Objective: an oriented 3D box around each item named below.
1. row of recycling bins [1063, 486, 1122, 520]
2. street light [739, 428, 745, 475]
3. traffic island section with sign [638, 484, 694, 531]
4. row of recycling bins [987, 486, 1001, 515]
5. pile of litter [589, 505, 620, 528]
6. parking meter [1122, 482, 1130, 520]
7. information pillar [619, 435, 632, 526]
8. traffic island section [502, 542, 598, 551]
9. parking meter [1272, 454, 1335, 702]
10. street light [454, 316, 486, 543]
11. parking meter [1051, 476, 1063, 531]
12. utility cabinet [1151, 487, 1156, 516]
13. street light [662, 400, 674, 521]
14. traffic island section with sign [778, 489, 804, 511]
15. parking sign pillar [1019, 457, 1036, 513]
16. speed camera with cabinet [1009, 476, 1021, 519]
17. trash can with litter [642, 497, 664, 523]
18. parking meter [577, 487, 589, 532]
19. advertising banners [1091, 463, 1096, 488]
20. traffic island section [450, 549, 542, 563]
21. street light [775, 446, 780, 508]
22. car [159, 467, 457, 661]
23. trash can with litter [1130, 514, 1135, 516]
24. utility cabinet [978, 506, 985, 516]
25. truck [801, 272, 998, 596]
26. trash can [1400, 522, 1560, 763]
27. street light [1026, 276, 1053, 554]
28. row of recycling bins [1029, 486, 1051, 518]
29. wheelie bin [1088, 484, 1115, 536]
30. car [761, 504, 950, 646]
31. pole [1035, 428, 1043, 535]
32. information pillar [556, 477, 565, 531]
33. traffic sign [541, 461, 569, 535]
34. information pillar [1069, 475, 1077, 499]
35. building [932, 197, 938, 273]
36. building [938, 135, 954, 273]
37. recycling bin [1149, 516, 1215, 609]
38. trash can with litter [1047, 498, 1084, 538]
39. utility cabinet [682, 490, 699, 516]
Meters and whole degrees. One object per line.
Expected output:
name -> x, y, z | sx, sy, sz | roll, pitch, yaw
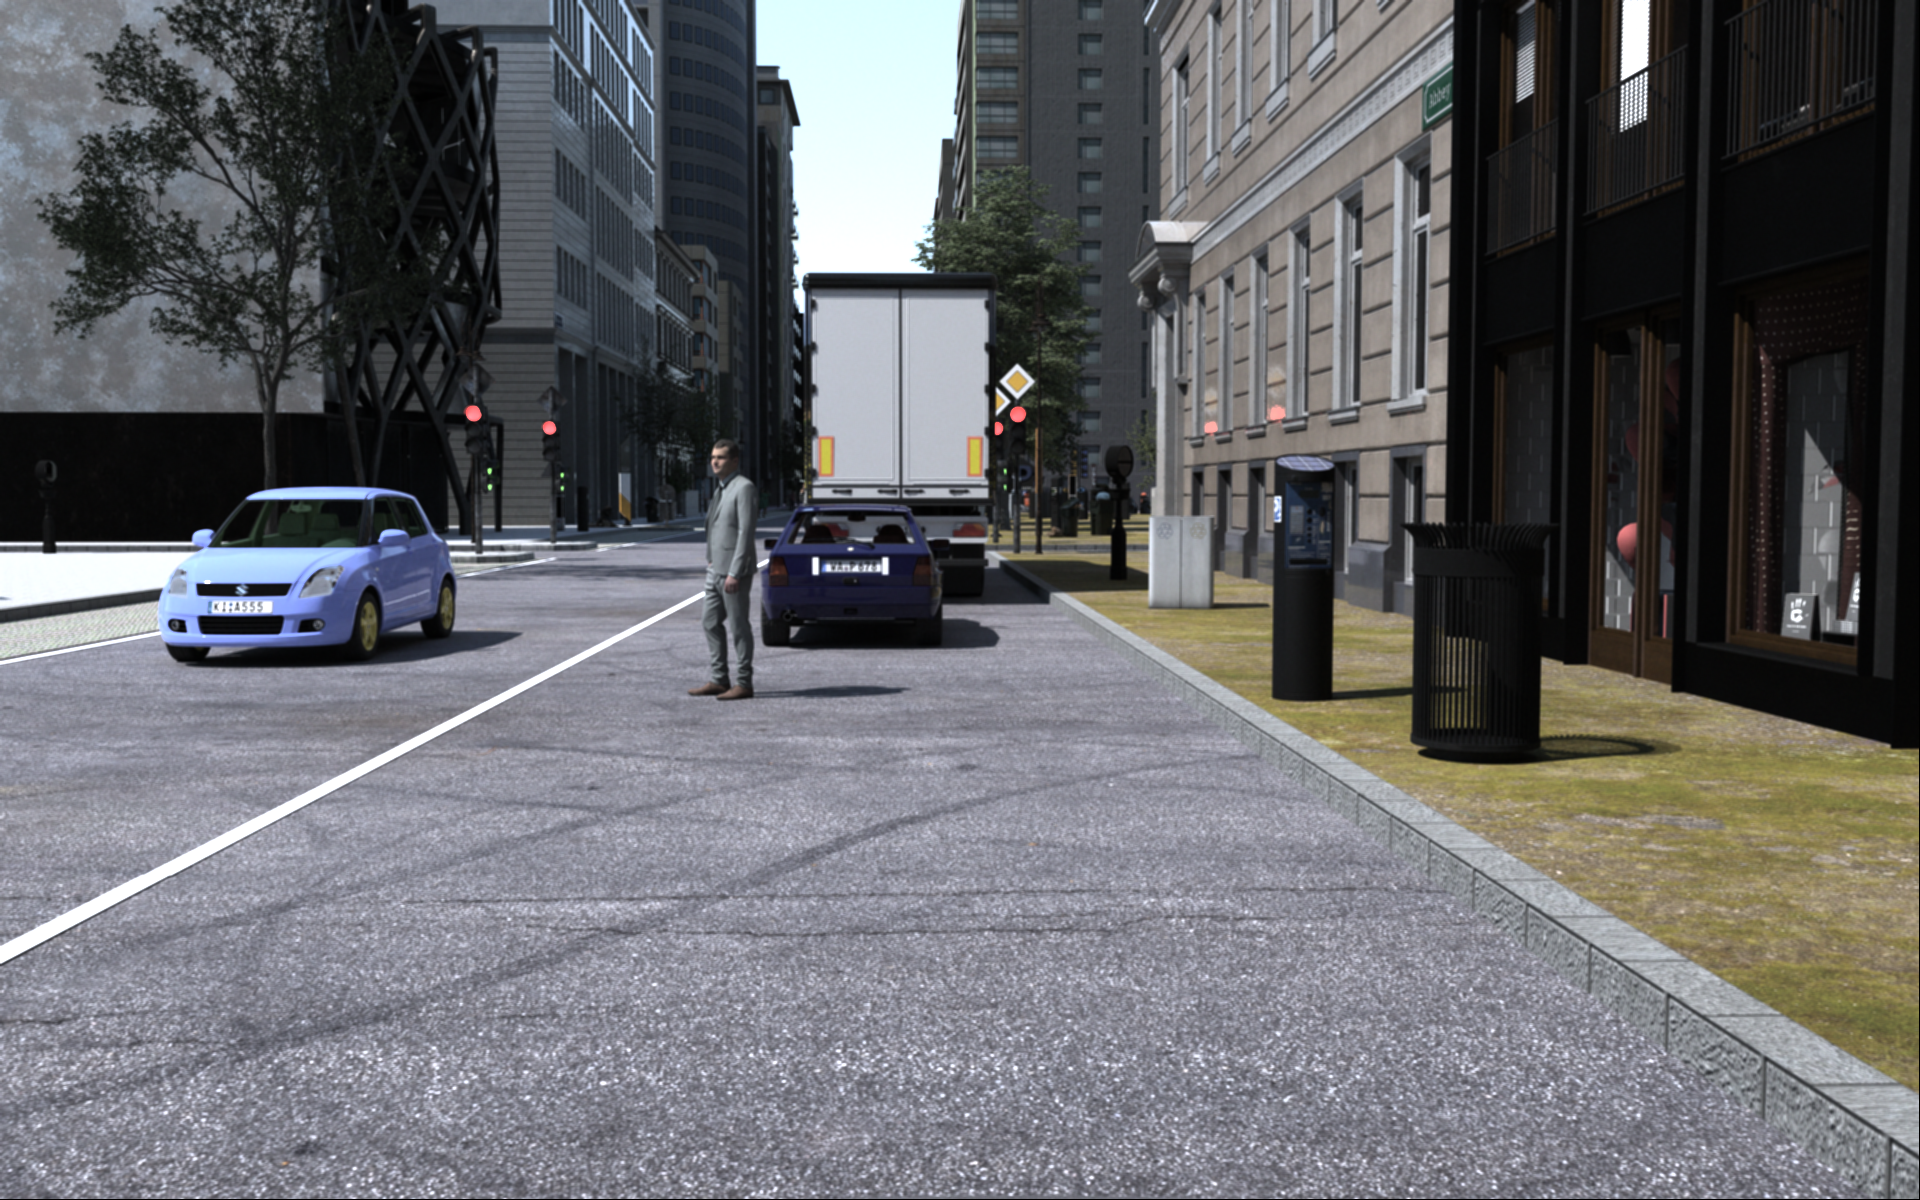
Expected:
row of recycling bins -> 6.448, -4.868, 86.703 | 3.534, 1.692, 1.069 | 0, 4, 1
street light -> -15.305, -9.096, 121.503 | 0.468, 5.910, 1.993 | 0, 4, -2
traffic island section with sign -> -11.404, -3.595, 67.400 | 1.989, 1.847, 2.006 | 0, 4, -2
row of recycling bins -> 1.815, -4.776, 85.205 | 1.069, 1.692, 3.534 | 0, 4, 1
pile of litter -> -13.811, -3.236, 66.870 | 1.176, 0.858, 1.719 | -3, 4, -36
parking meter -> 8.204, -4.904, 85.893 | 0.399, 1.863, 0.255 | 2, 4, 24
information pillar -> -13.316, -4.742, 68.885 | 0.504, 3.616, 0.183 | -3, 5, -44
traffic island section -> -10.574, -1.387, 44.957 | 2.009, 0.180, 2.903 | 0, 4, -2
parking meter -> 2.150, -0.149, 10.839 | 0.372, 1.533, 0.369 | 0, 3, 0
street light -> -12.676, -4.416, 44.991 | 0.468, 5.910, 1.993 | 0, 4, -2
parking meter -> 3.067, -3.004, 54.833 | 0.255, 1.863, 0.399 | 2, 4, 34
utility cabinet -> 6.449, -2.785, 54.216 | 0.318, 1.500, 1.173 | -2, 4, -32
street light -> -13.965, -6.719, 82.637 | 0.468, 5.910, 1.993 | 0, 4, -2
traffic island section with sign -> -14.205, -8.331, 144.846 | 1.989, 1.847, 2.006 | 0, 4, -2
parking sign pillar -> 4.413, -7.847, 116.771 | 1.447, 3.967, 1.447 | 1, 4, 20
speed camera with cabinet -> 2.641, -5.822, 89.532 | 0.660, 3.252, 2.038 | 1, 4, 15
trash can with litter -> -13.744, -4.055, 77.691 | 0.624, 1.170, 1.055 | 1, 4, 19
parking meter -> -12.927, -3.116, 59.350 | 0.372, 1.533, 0.369 | 0, 3, 0
advertising banners -> 8.042, -6.262, 98.578 | 0.090, 3.025, 2.074 | 3, 5, 39
traffic island section -> -10.285, -0.899, 36.977 | 2.009, 0.180, 2.903 | 0, 4, -2
street light -> -16.749, -11.418, 159.464 | 0.468, 5.910, 1.993 | 0, 4, -2
car -> -5.927, -0.391, 15.988 | 1.945, 1.707, 3.694 | 0, 4, -1
trash can with litter -> 9.151, -5.511, 101.158 | 2.233, 1.210, 1.678 | 0, 4, 1
utility cabinet -> 0.842, -5.551, 99.443 | 1.173, 1.500, 0.318 | -2, 4, -31
truck -> -0.931, -2.363, 27.544 | 2.839, 4.237, 11.283 | 0, 4, -2
trash can -> 2.524, 0.195, 8.458 | 0.748, 1.137, 0.748 | 0, 3, 0
street light -> 1.689, -3.923, 36.927 | 0.468, 5.910, 1.993 | 0, 4, -2
row of recycling bins -> 4.418, -5.270, 93.279 | 1.069, 1.692, 3.534 | 1, 4, 12
wheelie bin -> 4.397, -2.799, 53.677 | 0.693, 1.594, 0.980 | -2, 4, -29
car -> -1.064, -0.315, 17.735 | 1.945, 1.354, 3.894 | 0, 4, -2
pole -> 2.455, -3.667, 53.798 | 0.158, 3.312, 0.155 | 0, 3, 0
information pillar -> -13.965, -3.418, 60.370 | 0.304, 2.012, 0.304 | 0, 4, 2
traffic sign -> -12.747, -3.336, 54.554 | 0.884, 2.594, 0.081 | 0, 4, -2
information pillar -> 4.329, -3.801, 66.636 | 0.304, 2.012, 0.304 | 0, 4, 2
building -> 7.156, -36.454, 250.650 | 22.147, 44.769, 28.867 | 0, 4, -2
building -> 8.036, -36.796, 225.311 | 21.300, 48.544, 21.600 | 0, 4, -2
recycling bin -> 2.511, -0.433, 19.626 | 0.722, 1.027, 0.722 | 0, 4, 8
trash can with litter -> 3.113, -2.440, 51.276 | 1.055, 1.170, 0.624 | -3, 4, -39
utility cabinet -> -15.630, -5.605, 100.318 | 0.318, 1.500, 1.173 | 2, 4, 31
